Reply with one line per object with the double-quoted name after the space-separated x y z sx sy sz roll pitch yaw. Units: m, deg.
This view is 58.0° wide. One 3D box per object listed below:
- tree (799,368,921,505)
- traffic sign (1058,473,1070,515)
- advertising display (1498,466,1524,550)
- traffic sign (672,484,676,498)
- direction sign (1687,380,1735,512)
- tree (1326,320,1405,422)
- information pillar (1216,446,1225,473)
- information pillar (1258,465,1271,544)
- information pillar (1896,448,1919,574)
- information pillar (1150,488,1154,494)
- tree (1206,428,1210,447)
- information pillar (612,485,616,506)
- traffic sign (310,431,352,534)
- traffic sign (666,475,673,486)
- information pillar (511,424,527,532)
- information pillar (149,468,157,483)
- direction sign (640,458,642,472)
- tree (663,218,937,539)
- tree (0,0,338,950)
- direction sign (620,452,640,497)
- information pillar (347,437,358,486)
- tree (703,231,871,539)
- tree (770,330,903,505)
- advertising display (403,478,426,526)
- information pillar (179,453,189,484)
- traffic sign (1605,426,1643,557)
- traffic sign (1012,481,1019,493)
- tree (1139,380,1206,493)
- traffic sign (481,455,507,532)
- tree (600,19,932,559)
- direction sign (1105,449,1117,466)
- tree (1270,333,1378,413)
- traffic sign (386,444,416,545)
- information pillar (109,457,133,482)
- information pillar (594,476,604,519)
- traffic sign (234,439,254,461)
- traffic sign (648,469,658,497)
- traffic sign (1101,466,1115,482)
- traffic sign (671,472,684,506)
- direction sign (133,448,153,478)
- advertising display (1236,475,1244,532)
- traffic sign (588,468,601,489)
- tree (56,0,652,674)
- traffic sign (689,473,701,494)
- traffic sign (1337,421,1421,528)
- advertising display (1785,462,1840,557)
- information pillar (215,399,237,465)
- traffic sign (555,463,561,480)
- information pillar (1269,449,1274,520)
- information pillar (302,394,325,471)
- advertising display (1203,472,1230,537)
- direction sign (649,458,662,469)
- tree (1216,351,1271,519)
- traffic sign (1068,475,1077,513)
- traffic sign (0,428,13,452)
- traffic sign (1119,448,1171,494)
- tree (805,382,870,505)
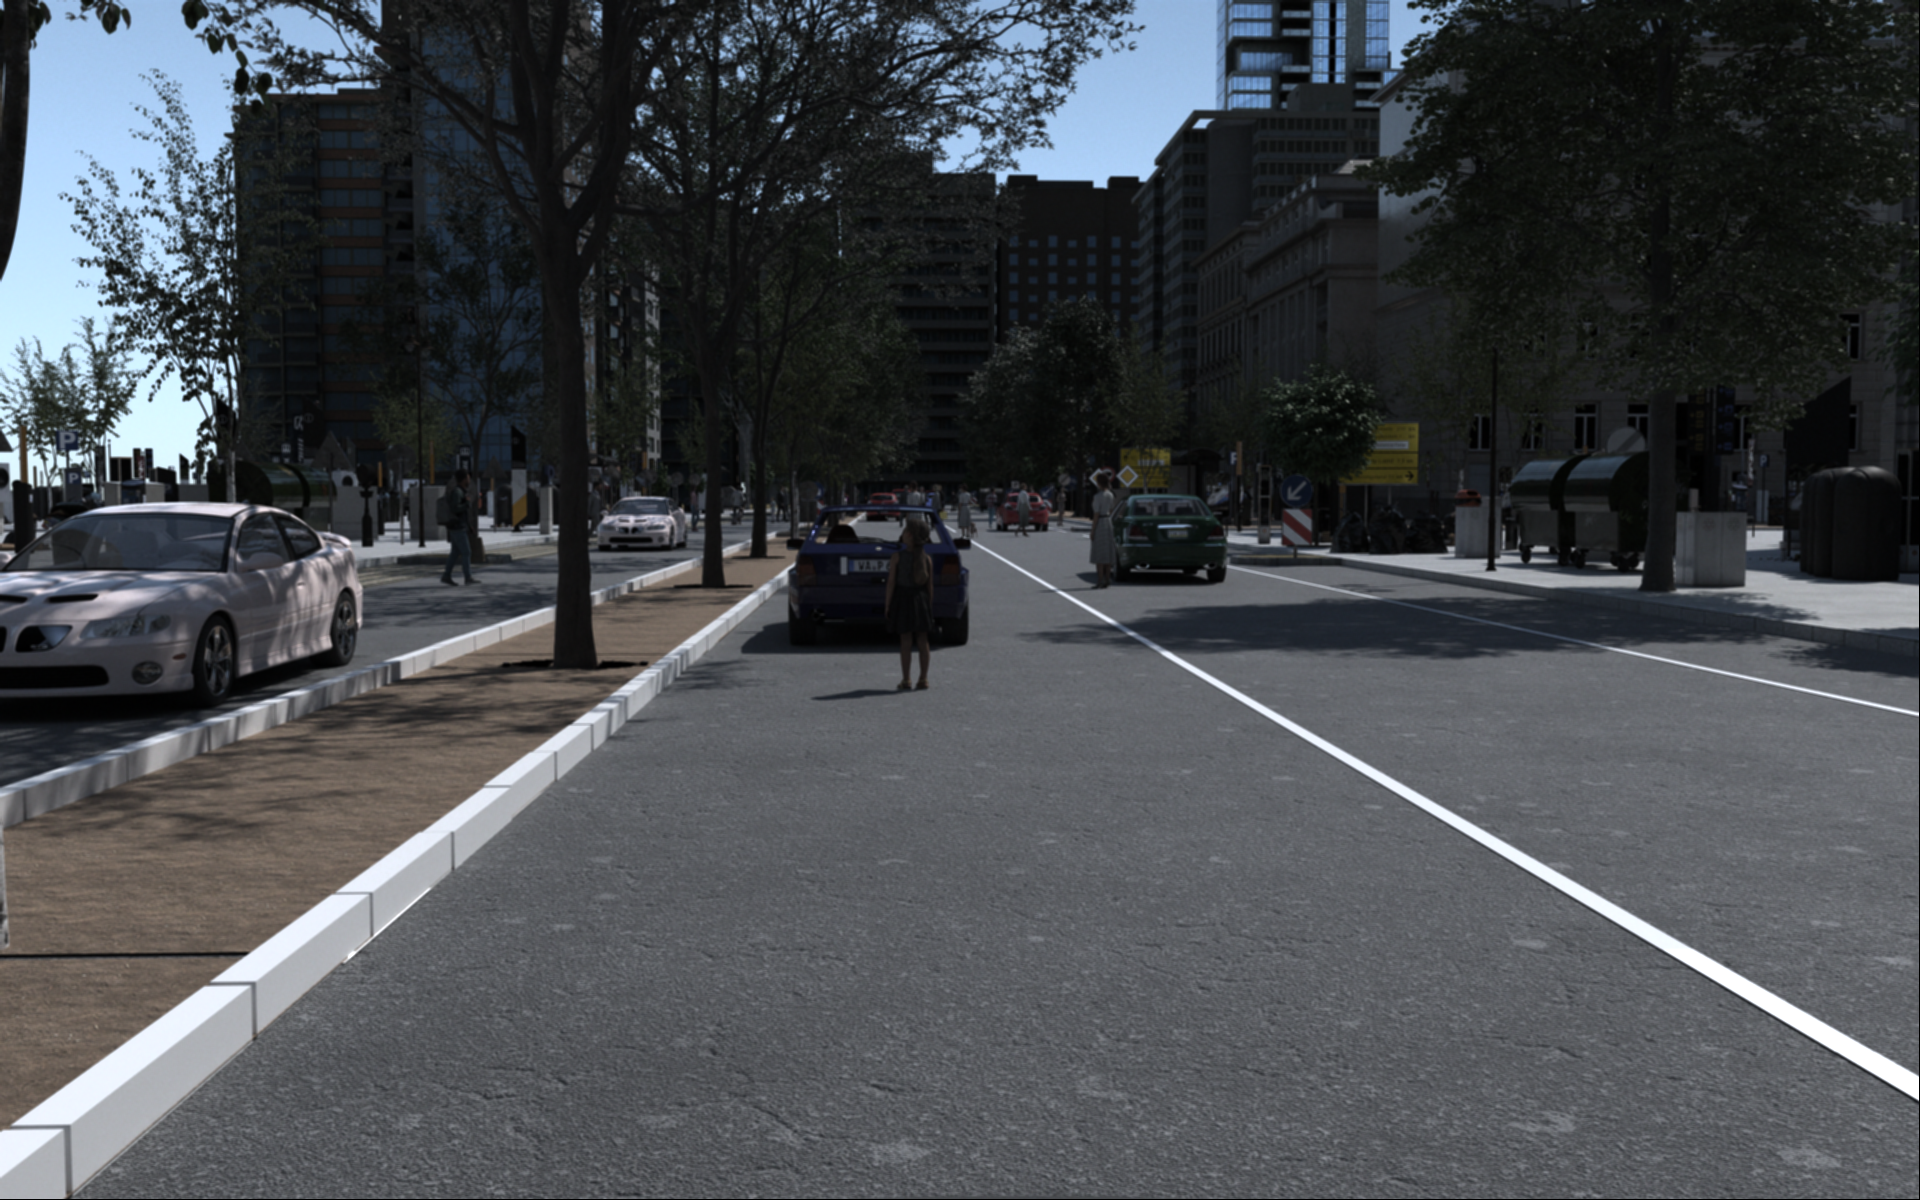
-7.444 -12.162 118.312 9.611 12.733 9.660 0 3 0 "tree"
6.415 -6.525 106.784 0.768 2.556 0.104 0 4 -1 "traffic sign"
12.748 -2.127 39.991 0.123 1.923 0.974 -1 4 -15 "advertising display"
-20.642 -7.638 124.988 0.768 2.556 0.104 0 4 0 "traffic sign"
15.040 -2.615 34.751 0.876 3.537 0.379 2 4 34 "direction sign"
17.004 -7.573 74.174 4.360 8.622 3.978 0 3 0 "tree"
12.727 -5.702 84.574 0.504 3.616 0.183 -2 4 -31 "information pillar"
7.834 -2.452 44.588 0.304 2.012 0.304 0 4 4 "information pillar"
15.347 -1.438 28.002 0.304 2.012 0.304 -1 4 -15 "information pillar"
12.679 -6.763 115.068 0.304 2.012 0.304 3 4 36 "information pillar"
15.828 -10.575 123.268 4.360 8.622 3.978 0 3 0 "tree"
-26.721 -7.894 133.551 0.304 2.012 0.304 -2 4 -30 "information pillar"
-12.928 -2.176 35.582 0.884 2.594 0.081 0 4 5 "traffic sign"
-17.340 -6.240 103.215 0.795 2.450 0.064 0 4 0 "traffic sign"
-14.761 -4.071 57.921 0.504 3.616 0.183 -1 4 -15 "information pillar"
-22.798 -2.736 49.221 0.304 2.012 0.304 2 4 27 "information pillar"
-20.447 -7.221 110.063 0.876 3.537 0.379 1 4 12 "direction sign"
-5.066 -7.125 53.356 8.767 10.594 7.601 0 4 -2 "tree"
-3.096 -3.216 5.402 4.360 8.622 3.978 0 3 0 "tree"
-17.927 -6.208 93.490 0.876 3.537 0.379 -3 4 -38 "direction sign"
-24.990 -4.886 71.236 0.504 3.616 0.183 2 4 24 "information pillar"
-4.461 -5.771 47.177 4.737 8.622 4.395 0 3 0 "tree"
-6.866 -10.813 97.378 7.486 12.596 7.792 0 3 0 "tree"
-22.222 -3.989 70.435 0.974 1.923 0.123 -1 4 -16 "advertising display"
-44.167 -6.561 98.632 0.504 3.616 0.183 -1 4 -20 "information pillar"
12.431 -1.978 32.445 0.768 2.556 0.104 0 4 1 "traffic sign"
4.403 -8.296 137.770 0.606 2.300 0.079 0 4 6 "traffic sign"
13.106 -9.891 112.076 4.360 8.622 3.978 0 3 0 "tree"
-15.551 -3.537 57.835 0.884 2.594 0.081 0 4 2 "traffic sign"
-4.349 -6.714 37.981 9.928 11.665 9.643 0 3 0 "tree"
7.591 -5.799 86.803 0.876 3.537 0.379 -2 4 -34 "direction sign"
17.383 -7.901 79.539 4.737 8.622 4.395 0 3 0 "tree"
-14.171 -2.681 43.937 0.768 2.556 0.104 0 4 1 "traffic sign"
-16.683 -1.835 34.487 0.304 2.012 0.304 2 4 28 "information pillar"
-14.828 -4.077 71.152 0.304 2.012 0.304 -3 5 -45 "information pillar"
-16.825 -2.481 40.560 0.884 2.594 0.081 0 4 3 "traffic sign"
-15.753 -5.381 88.085 0.768 2.556 0.104 0 4 5 "traffic sign"
6.658 -4.797 78.537 0.768 2.556 0.104 0 4 6 "traffic sign"
-16.444 -6.151 100.679 0.768 2.556 0.104 0 4 3 "traffic sign"
-40.407 -5.734 85.744 0.876 3.537 0.379 -2 4 -27 "direction sign"
9.511 -3.278 58.813 0.123 1.923 0.974 1 4 17 "advertising display"
-17.854 -5.148 84.280 0.768 2.556 0.104 0 4 -1 "traffic sign"
-3.141 -6.173 13.748 12.009 13.543 11.850 0 3 0 "tree"
-16.293 -6.503 106.429 0.768 2.556 0.104 0 4 3 "traffic sign"
11.761 -3.354 48.707 2.265 3.308 0.079 0 4 6 "traffic sign"
17.065 -1.803 34.694 0.123 1.923 0.974 -3 5 -42 "advertising display"
-17.500 -3.057 41.335 0.504 3.616 0.183 -3 5 -43 "information pillar"
-16.049 -4.286 70.179 0.768 2.556 0.104 0 4 7 "traffic sign"
15.157 -5.687 84.338 0.183 3.616 0.504 2 4 27 "information pillar"
-15.148 -3.012 40.601 0.504 3.616 0.183 -1 4 -9 "information pillar"
7.658 -2.844 51.709 0.974 1.923 0.123 -2 4 -34 "advertising display"
-19.251 -7.192 109.588 0.876 3.537 0.379 1 4 11 "direction sign"
14.690 -8.441 88.376 4.737 8.622 4.395 0 3 0 "tree"
7.538 -7.120 116.522 0.768 2.556 0.104 0 4 1 "traffic sign"
-12.424 -1.343 21.958 0.884 2.594 0.081 0 4 6 "traffic sign"
8.122 -5.020 75.949 2.265 3.308 0.079 0 4 1 "traffic sign"
-6.208 -8.483 91.508 4.360 8.622 3.978 0 3 0 "tree"
